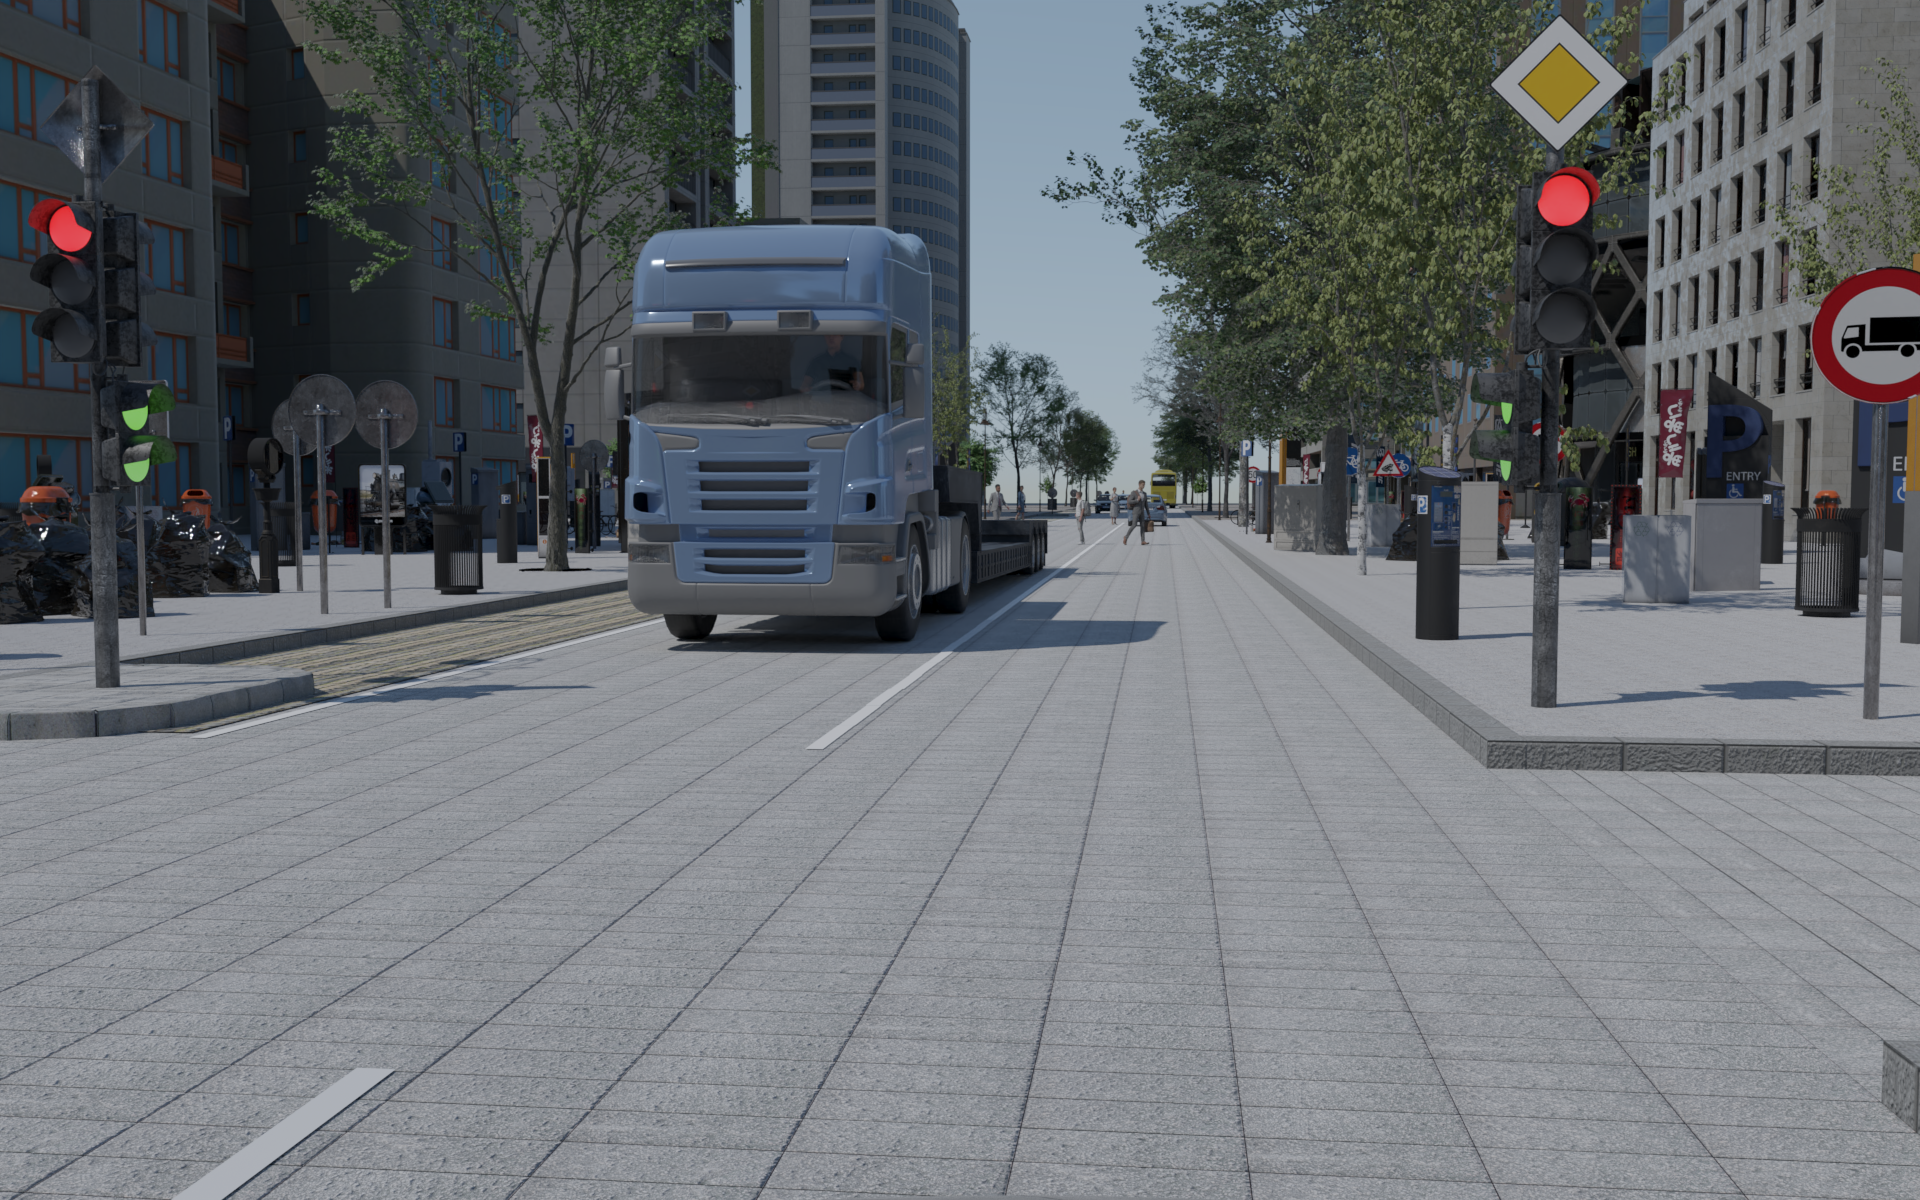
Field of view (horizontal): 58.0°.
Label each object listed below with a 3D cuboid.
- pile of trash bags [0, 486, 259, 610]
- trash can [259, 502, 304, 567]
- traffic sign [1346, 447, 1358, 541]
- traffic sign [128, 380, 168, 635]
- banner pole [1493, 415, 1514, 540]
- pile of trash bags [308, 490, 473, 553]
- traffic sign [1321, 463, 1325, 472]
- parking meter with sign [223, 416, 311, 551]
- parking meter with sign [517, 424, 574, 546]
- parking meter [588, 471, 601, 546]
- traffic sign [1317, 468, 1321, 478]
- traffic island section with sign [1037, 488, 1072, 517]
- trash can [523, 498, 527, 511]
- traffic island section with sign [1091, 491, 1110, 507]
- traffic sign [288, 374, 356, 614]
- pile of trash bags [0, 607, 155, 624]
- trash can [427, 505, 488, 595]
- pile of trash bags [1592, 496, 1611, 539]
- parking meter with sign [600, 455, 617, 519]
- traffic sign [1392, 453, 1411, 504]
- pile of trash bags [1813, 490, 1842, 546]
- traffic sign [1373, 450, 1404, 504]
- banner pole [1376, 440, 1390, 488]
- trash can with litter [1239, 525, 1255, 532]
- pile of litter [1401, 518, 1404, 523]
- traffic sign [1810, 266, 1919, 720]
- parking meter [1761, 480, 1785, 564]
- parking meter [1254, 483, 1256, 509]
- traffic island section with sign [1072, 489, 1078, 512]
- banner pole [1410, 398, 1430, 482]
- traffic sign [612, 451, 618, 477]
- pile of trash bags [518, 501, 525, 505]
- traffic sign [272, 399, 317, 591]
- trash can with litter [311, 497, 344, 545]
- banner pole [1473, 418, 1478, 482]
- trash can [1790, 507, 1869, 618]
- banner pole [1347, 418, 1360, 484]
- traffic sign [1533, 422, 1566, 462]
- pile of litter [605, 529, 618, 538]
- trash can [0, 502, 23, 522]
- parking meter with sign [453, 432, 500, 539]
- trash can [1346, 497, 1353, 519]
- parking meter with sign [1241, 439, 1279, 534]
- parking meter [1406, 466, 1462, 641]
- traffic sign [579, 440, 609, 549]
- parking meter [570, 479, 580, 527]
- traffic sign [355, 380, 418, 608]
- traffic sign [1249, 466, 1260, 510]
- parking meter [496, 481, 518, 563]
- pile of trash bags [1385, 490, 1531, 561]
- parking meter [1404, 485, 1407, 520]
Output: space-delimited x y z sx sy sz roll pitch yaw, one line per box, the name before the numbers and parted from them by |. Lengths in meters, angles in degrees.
pile of trash bags | -10.326 -0.716 21.464 1.912 1.369 3.447 1 4 9
trash can | -12.045 -1.170 30.784 0.748 1.137 0.748 0 3 0
traffic sign | 10.566 -2.870 47.027 0.768 2.556 0.104 1 4 15
traffic sign | -7.408 -0.827 15.649 0.606 2.300 0.079 1 4 16
banner pole | 15.115 -3.561 48.238 0.863 3.779 0.401 -2 4 -33
pile of trash bags | -12.732 -1.764 38.591 3.447 1.369 1.912 -3 5 -39
traffic sign | 11.911 -3.281 55.775 0.606 2.300 0.079 1 4 9
parking meter with sign | -15.681 -2.630 39.255 1.738 3.016 0.543 -3 5 -42
parking meter with sign | -10.460 -2.877 43.292 1.738 3.016 0.543 2 4 31
parking meter | -8.986 -2.256 42.593 0.255 1.863 0.399 -1 4 -17
traffic sign | 16.889 -4.893 80.110 0.768 2.556 0.104 1 4 15
traffic island section with sign | 5.965 -6.249 110.791 1.989 1.847 2.006 0 4 7
trash can | -15.660 -3.174 63.556 0.748 1.137 0.748 0 3 0
traffic island section with sign | 15.533 -11.234 192.299 1.989 1.847 2.006 0 4 7
traffic sign | -6.797 -1.122 18.449 0.768 2.556 0.104 0 4 7
pile of trash bags | -10.143 -0.473 17.481 1.912 1.369 3.447 3 5 45
trash can | -6.431 -0.645 22.204 0.748 1.137 0.748 0 3 0
pile of trash bags | 17.698 -2.397 48.944 1.912 1.369 3.447 -1 4 -22
parking meter with sign | -16.066 -5.029 78.493 0.543 3.016 1.738 -2 4 -30
traffic sign | 13.669 -3.297 54.020 0.768 2.556 0.104 1 4 10
pile of trash bags | 22.525 -1.970 41.962 3.447 1.369 1.912 3 5 40
traffic sign | 12.605 -3.121 51.026 0.884 2.594 0.081 1 4 15
banner pole | 19.452 -5.477 79.569 0.863 3.779 0.401 -1 4 -18
trash can with litter | 10.775 -2.936 59.069 2.233 1.210 1.678 2 4 26
pile of litter | 18.062 -3.559 72.147 1.719 0.858 1.176 0 4 -3
traffic sign | 5.196 -0.593 9.804 0.768 2.556 0.104 1 4 16
parking meter | 14.928 -1.430 31.799 0.372 1.533 0.369 0 3 0
parking meter | 14.455 -4.789 84.009 0.399 1.863 0.255 0 4 5
traffic island section with sign | 9.127 -7.893 137.682 1.989 1.847 2.006 0 4 7
banner pole | 11.348 -3.217 42.613 0.863 3.779 0.401 -3 4 -36
traffic sign | -7.996 -2.396 41.298 0.606 2.300 0.079 1 4 9
pile of trash bags | -18.421 -3.780 71.551 1.912 1.369 3.447 1 4 14
traffic sign | -8.718 -1.388 22.801 0.768 2.556 0.104 1 4 12
trash can with litter | -16.089 -1.995 43.671 1.678 1.210 2.233 2 4 32
banner pole | 16.968 -4.103 57.107 0.401 3.779 0.863 1 4 17
trash can | 9.099 -0.398 18.157 0.748 1.137 0.748 0 3 0
banner pole | 11.330 -3.692 50.385 0.863 3.779 0.401 -1 4 -12
traffic sign | 10.206 -1.841 30.203 0.768 2.556 0.104 1 4 14
pile of litter | -9.615 -2.258 50.876 1.719 0.858 1.176 -1 4 -15
trash can | -16.542 -1.146 30.392 0.748 1.137 0.748 0 3 0
parking meter with sign | -13.576 -3.261 49.574 0.543 3.016 1.738 3 5 41
trash can | 18.802 -4.450 84.409 0.748 1.137 0.748 0 3 0
parking meter with sign | 9.855 -3.614 55.355 1.738 3.016 0.543 -2 4 -27
parking meter | 4.226 -0.421 15.297 0.372 1.533 0.369 0 3 0
traffic sign | -8.566 -2.471 40.512 0.768 2.556 0.104 1 4 16
parking meter | -14.812 -3.723 66.583 0.399 1.863 0.255 0 4 7
traffic sign | -6.437 -1.180 19.406 0.768 2.556 0.104 1 4 9
traffic sign | 13.379 -4.834 79.145 0.768 2.556 0.104 1 4 15
parking meter | -8.415 -1.452 32.155 0.372 1.533 0.369 0 3 0
pile of trash bags | 9.937 -1.487 34.069 1.912 1.369 3.447 3 5 43
parking meter | 12.837 -2.502 49.322 0.372 1.533 0.369 0 3 0
